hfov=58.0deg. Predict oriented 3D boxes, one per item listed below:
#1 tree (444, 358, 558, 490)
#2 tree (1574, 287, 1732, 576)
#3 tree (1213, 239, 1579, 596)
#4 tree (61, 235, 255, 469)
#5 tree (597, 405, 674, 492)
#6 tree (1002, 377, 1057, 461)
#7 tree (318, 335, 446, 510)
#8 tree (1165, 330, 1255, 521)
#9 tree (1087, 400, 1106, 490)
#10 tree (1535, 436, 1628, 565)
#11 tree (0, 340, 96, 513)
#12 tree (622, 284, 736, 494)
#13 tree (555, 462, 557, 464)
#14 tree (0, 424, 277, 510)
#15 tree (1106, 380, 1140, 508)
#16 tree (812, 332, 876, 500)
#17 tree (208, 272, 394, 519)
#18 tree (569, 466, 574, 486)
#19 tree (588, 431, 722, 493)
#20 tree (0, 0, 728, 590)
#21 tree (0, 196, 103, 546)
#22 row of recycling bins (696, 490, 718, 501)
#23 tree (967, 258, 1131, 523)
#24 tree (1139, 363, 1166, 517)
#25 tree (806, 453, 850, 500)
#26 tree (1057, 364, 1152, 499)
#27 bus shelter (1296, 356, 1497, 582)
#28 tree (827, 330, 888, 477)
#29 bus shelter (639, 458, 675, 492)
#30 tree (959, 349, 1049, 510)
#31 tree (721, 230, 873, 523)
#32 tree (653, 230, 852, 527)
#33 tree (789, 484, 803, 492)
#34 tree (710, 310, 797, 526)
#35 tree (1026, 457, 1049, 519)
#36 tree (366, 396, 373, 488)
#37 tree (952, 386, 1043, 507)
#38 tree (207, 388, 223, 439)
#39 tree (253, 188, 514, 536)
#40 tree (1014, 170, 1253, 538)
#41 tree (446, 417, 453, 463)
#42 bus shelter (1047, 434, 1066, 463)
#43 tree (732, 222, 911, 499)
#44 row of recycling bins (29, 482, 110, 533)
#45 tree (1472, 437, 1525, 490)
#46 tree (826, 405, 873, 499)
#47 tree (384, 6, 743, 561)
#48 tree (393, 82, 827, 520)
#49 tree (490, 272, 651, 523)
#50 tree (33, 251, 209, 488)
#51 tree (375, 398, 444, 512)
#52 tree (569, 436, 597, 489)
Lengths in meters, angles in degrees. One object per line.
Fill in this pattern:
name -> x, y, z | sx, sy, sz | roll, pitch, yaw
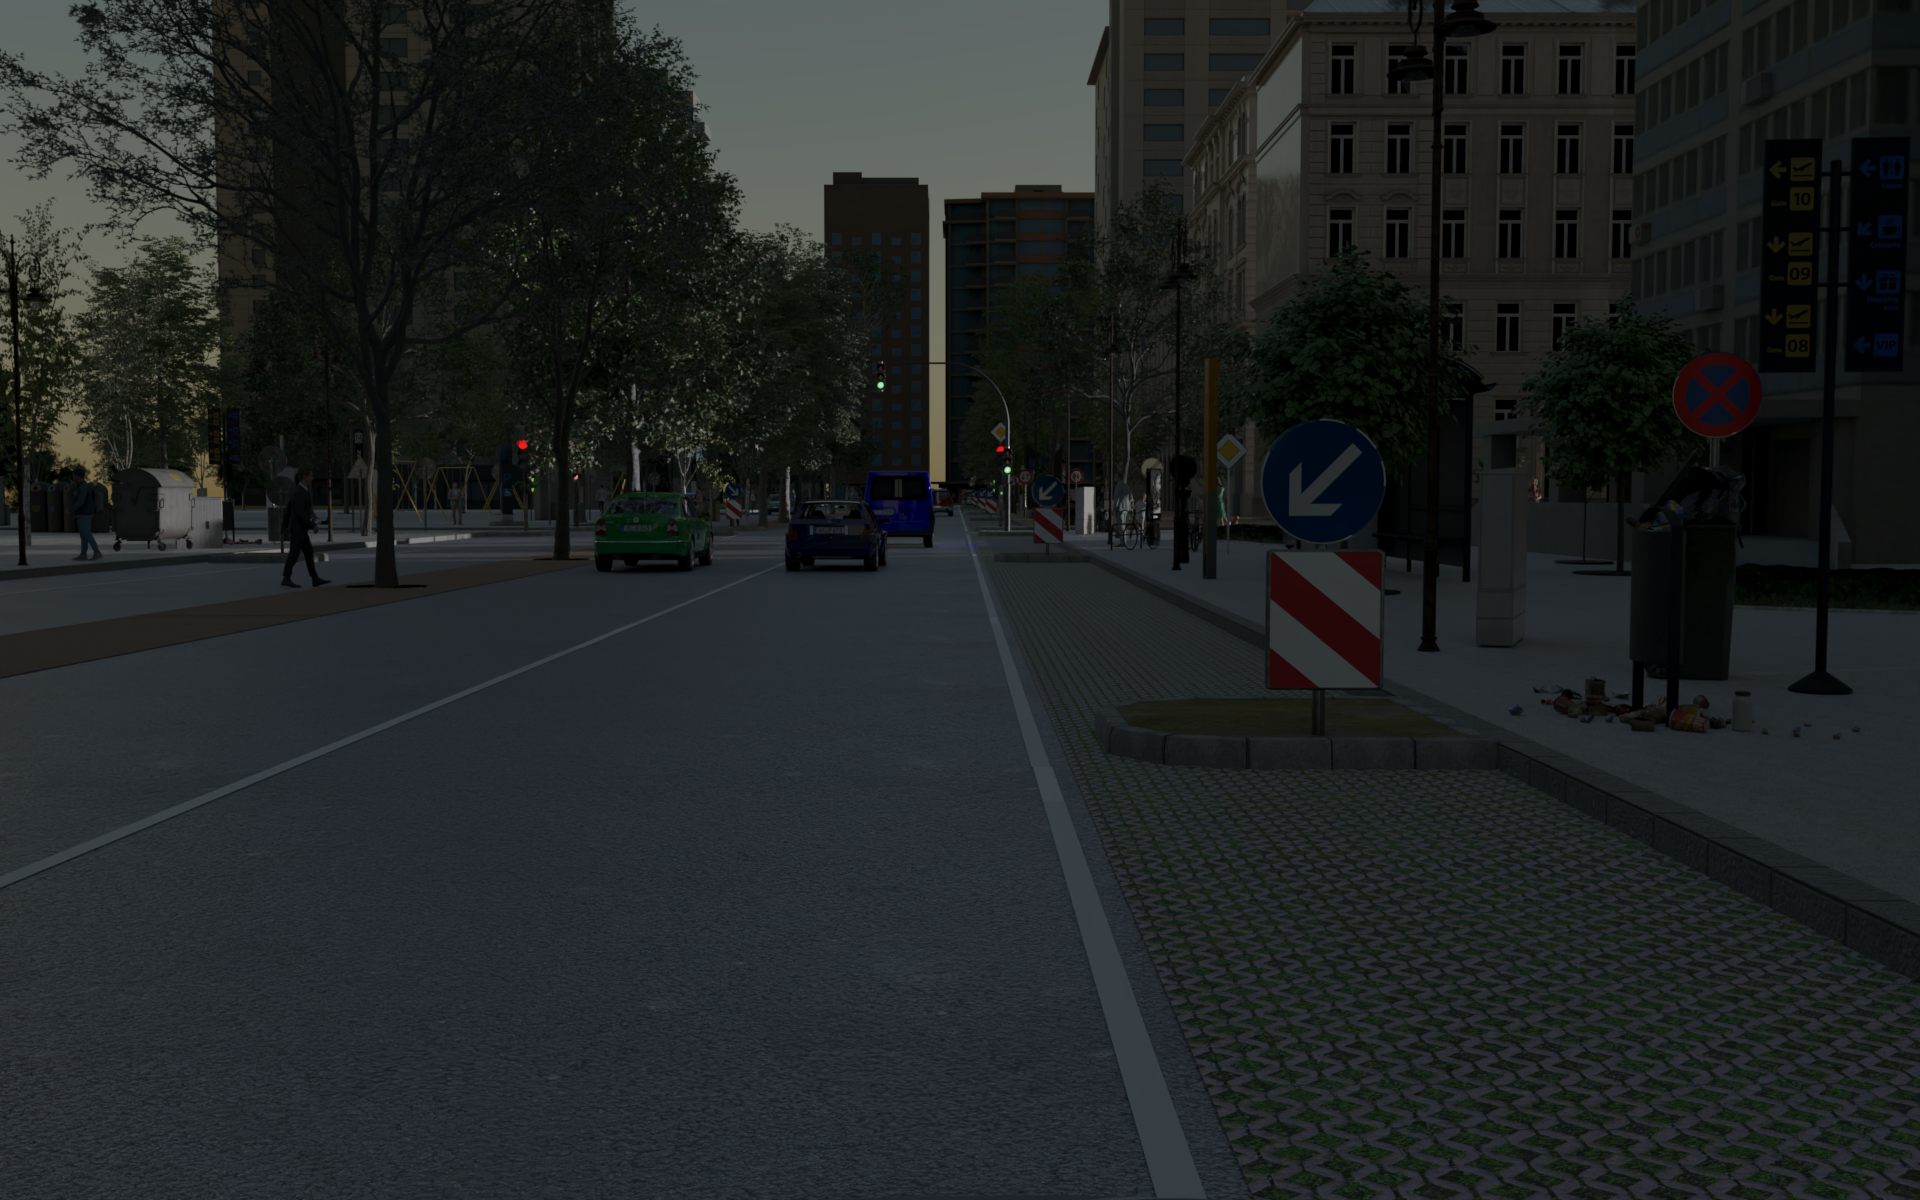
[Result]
tree -> -24.279, -8.640, 91.631 | 4.737, 8.622, 4.395 | 0, 3, 0
tree -> 10.534, -2.689, 27.678 | 4.285, 4.588, 4.351 | 0, 3, 0
tree -> 5.059, -2.361, 22.309 | 4.285, 4.588, 4.351 | 0, 3, 0
tree -> -34.927, -9.641, 75.750 | 7.486, 12.596, 7.792 | 0, 3, 0
tree -> -17.811, -9.049, 98.321 | 4.360, 8.622, 3.978 | 0, 3, 0
tree -> 4.588, -9.472, 105.223 | 4.737, 8.622, 4.395 | 0, 3, 0
tree -> -25.667, -7.681, 75.950 | 4.360, 8.622, 3.978 | 0, 3, 0
tree -> 11.740, -7.747, 77.027 | 4.360, 8.622, 3.978 | 0, 3, 0
tree -> 11.237, -9.823, 110.971 | 4.360, 8.622, 3.978 | 0, 3, 0
tree -> 11.510, -2.286, 31.970 | 1.663, 3.219, 1.824 | 0, 3, 0
tree -> -67.749, -13.014, 114.598 | 18.604, 14.587, 13.155 | 0, 4, 3
tree -> -8.642, -6.197, 54.143 | 4.737, 8.622, 4.395 | 0, 3, 0
tree -> -30.636, -12.394, 137.047 | 8.767, 10.594, 7.601 | 0, 4, 3
tree -> -62.275, -10.280, 130.983 | 11.467, 7.101, 20.602 | 2, 4, 30
tree -> 10.497, -9.012, 97.708 | 4.360, 8.622, 3.978 | 0, 3, 0
tree -> -8.840, -10.803, 104.840 | 9.928, 11.665, 9.643 | 0, 3, 0
tree -> -34.022, -10.573, 89.878 | 9.611, 12.733, 9.660 | 0, 3, 0
tree -> -23.623, -9.032, 98.035 | 4.737, 8.622, 4.395 | 0, 3, 0
tree -> -18.056, -10.545, 106.830 | 7.601, 10.594, 8.767 | 0, 4, 4
tree -> -8.707, -6.912, 25.834 | 12.009, 13.543, 11.850 | 0, 3, 0
tree -> -23.337, -5.666, 42.997 | 4.737, 8.622, 4.395 | 0, 3, 0
row of recycling bins -> -18.773, -7.331, 126.968 | 1.069, 1.692, 3.534 | 1, 4, 15
tree -> 4.094, -9.165, 75.598 | 9.928, 11.665, 9.643 | 0, 3, 0
tree -> 11.432, -8.107, 82.916 | 4.360, 8.622, 3.978 | 0, 3, 0
tree -> -8.708, -9.757, 112.350 | 4.737, 8.622, 4.395 | 0, 3, 0
tree -> 7.974, -8.705, 92.694 | 4.737, 8.622, 4.395 | 0, 3, 0
bus shelter -> 6.653, -2.058, 27.577 | 2.014, 3.302, 5.546 | 0, 4, 0
tree -> -8.865, -10.733, 94.956 | 9.611, 12.733, 9.660 | 0, 3, 0
bus shelter -> -20.093, -7.548, 114.700 | 1.731, 3.624, 6.357 | 0, 3, 0
tree -> 3.794, -13.270, 135.094 | 7.486, 12.596, 7.792 | 0, 3, 0
tree -> -8.618, -10.714, 84.292 | 9.857, 13.997, 8.962 | 0, 3, 0
tree -> -8.568, -9.413, 74.491 | 7.486, 12.596, 7.792 | 0, 3, 0
tree -> -18.476, -12.386, 197.109 | 1.663, 3.219, 1.824 | 0, 3, 0
tree -> -8.442, -7.081, 68.600 | 4.360, 8.622, 3.978 | 0, 3, 0
tree -> 4.263, -5.819, 89.743 | 1.663, 3.219, 1.824 | 0, 3, 0
tree -> -43.627, -10.980, 129.879 | 4.737, 8.622, 4.395 | 0, 3, 0
tree -> 4.081, -16.580, 177.739 | 9.857, 13.997, 8.962 | 0, 3, 0
tree -> -44.457, -9.206, 100.880 | 4.360, 8.622, 3.978 | 0, 3, 0
tree -> -17.764, -7.221, 52.475 | 7.601, 10.594, 8.767 | 0, 4, -1
tree -> 4.964, -7.055, 49.759 | 7.601, 10.594, 8.767 | 1, 4, 11
tree -> -41.670, -11.387, 136.545 | 4.360, 8.622, 3.978 | 0, 3, 0
bus shelter -> 5.628, -8.310, 113.499 | 2.179, 5.291, 8.768 | 0, 4, 0
tree -> -10.094, -16.064, 120.995 | 12.611, 20.169, 13.585 | 0, 3, 0
row of recycling bins -> -29.675, -3.092, 57.668 | 3.534, 1.692, 1.069 | 2, 4, 27
tree -> 15.525, -3.413, 50.401 | 1.663, 3.219, 1.824 | 0, 3, 0
tree -> -8.518, -10.832, 129.921 | 4.360, 8.622, 3.978 | 0, 3, 0
tree -> -8.487, -6.650, 36.940 | 9.928, 11.665, 9.643 | 0, 3, 0
tree -> -8.883, -7.785, 46.757 | 9.611, 12.733, 9.660 | 0, 3, 0
tree -> -17.504, -9.767, 77.812 | 7.486, 12.596, 7.792 | 0, 3, 0
tree -> -25.211, -6.196, 51.675 | 4.360, 8.622, 3.978 | 0, 3, 0
tree -> -37.807, -10.427, 120.836 | 4.737, 8.622, 4.395 | 0, 3, 0
tree -> -25.515, -10.176, 116.745 | 4.360, 8.622, 3.978 | 0, 3, 0
